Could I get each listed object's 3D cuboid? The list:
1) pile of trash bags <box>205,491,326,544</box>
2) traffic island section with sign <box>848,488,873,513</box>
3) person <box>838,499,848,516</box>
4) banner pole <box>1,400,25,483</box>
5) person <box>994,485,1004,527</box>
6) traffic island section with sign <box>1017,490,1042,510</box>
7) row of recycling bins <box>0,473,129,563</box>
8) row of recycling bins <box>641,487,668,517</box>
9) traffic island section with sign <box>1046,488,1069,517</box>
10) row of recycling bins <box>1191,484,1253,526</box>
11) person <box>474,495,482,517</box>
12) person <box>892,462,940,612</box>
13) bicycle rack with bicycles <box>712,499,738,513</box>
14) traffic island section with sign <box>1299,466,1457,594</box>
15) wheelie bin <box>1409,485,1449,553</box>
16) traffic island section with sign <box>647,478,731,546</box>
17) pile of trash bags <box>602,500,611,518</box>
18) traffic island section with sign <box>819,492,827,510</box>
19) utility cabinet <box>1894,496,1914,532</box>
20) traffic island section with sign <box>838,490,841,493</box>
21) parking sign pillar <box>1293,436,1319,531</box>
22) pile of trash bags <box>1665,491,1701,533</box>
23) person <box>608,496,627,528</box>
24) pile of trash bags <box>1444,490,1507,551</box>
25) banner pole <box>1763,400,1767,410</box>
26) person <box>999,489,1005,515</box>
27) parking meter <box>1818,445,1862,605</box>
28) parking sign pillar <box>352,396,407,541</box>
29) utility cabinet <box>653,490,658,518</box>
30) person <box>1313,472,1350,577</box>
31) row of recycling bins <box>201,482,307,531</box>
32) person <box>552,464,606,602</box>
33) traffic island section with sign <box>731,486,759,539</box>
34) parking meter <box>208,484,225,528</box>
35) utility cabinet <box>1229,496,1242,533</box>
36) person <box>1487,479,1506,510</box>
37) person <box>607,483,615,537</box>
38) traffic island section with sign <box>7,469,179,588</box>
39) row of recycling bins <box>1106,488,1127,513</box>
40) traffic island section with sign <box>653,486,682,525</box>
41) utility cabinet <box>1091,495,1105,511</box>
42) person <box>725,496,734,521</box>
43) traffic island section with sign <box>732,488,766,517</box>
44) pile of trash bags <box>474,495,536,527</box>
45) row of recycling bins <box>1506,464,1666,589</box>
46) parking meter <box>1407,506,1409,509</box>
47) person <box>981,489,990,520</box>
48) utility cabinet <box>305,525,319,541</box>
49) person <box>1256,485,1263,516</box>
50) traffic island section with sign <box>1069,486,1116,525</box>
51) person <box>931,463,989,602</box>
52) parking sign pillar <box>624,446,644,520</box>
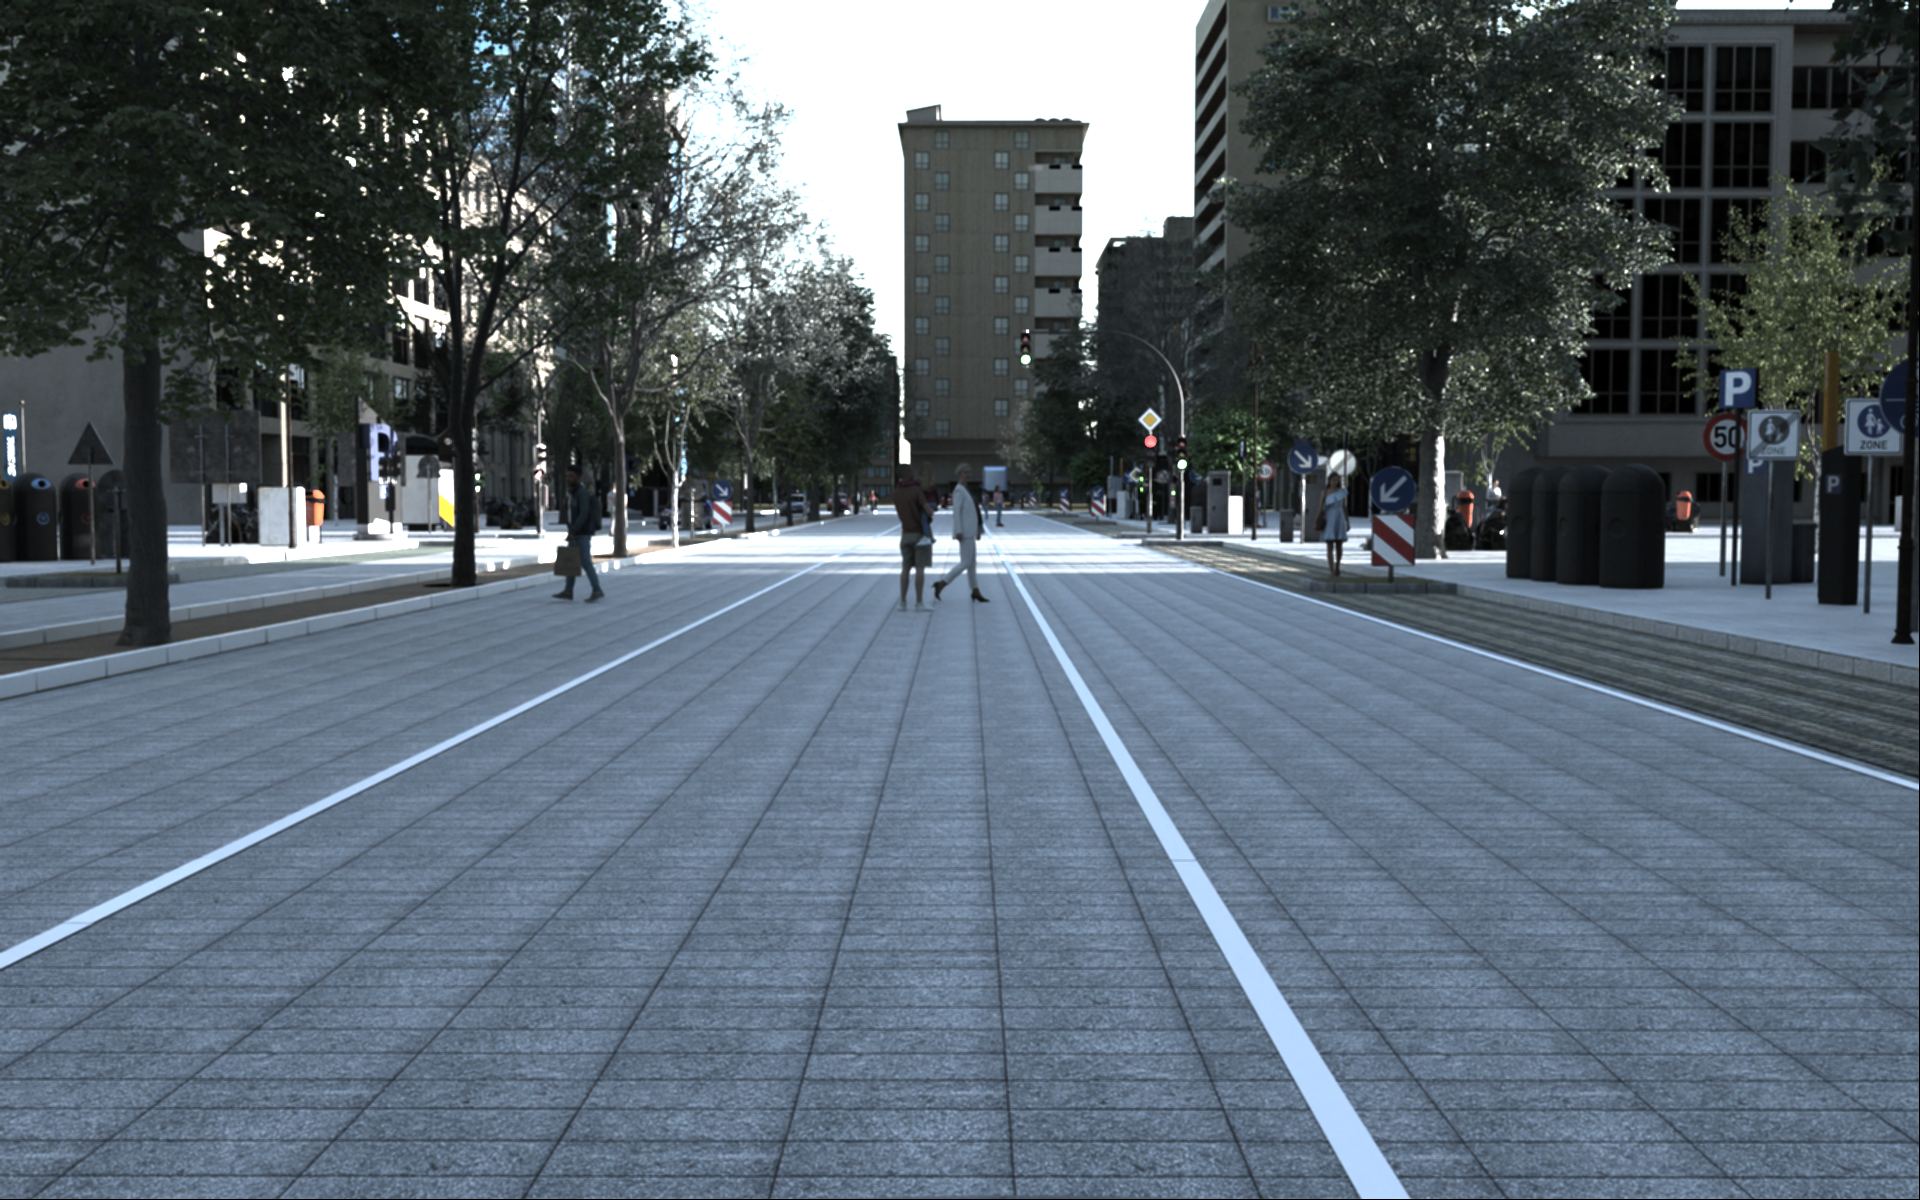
[{"bbox_3d":[-17.985,-2.165,45.145,3.447,1.369,1.912,1,4,20],"label":"pile of trash bags"},{"bbox_3d":[-7.410,-7.536,131.350,2.006,1.907,1.989,0,4,0],"label":"traffic island section with sign"},{"bbox_3d":[-7.711,-6.038,112.720,1.012,1.151,0.738,-2,4,-29],"label":"person"},{"bbox_3d":[-25.068,-3.425,46.020,0.401,3.779,0.863,1,4,17],"label":"banner pole"},{"bbox_3d":[1.684,-4.152,76.389,0.388,1.821,0.555,2,4,35],"label":"person"},{"bbox_3d":[6.502,-9.152,158.264,1.989,1.847,2.006,0,4,0],"label":"traffic island section with sign"},{"bbox_3d":[-17.496,-1.616,33.537,1.069,1.692,3.534,3,4,37],"label":"row of recycling bins"},{"bbox_3d":[-17.419,-5.592,98.540,1.069,1.692,3.534,1,4,10],"label":"row of recycling bins"},{"bbox_3d":[6.352,-6.082,108.063,1.989,1.847,2.006,0,4,0],"label":"traffic island section with sign"},{"bbox_3d":[10.674,-3.837,69.853,3.534,1.692,1.069,-3,5,-43],"label":"row of recycling bins"},{"bbox_3d":[-26.507,-5.285,95.045,0.503,1.515,0.523,3,4,37],"label":"person"},{"bbox_3d":[-0.524,-0.779,21.215,0.580,1.828,0.573,-1,4,-11],"label":"person"},{"bbox_3d":[-17.058,-6.533,120.190,2.852,0.926,2.925,-2,4,-32],"label":"bicycle rack with bicycles"},{"bbox_3d":[6.104,-1.039,25.613,1.989,1.847,2.006,0,4,0],"label":"traffic island section with sign"},{"bbox_3d":[9.839,-1.752,36.546,0.980,1.594,0.693,-3,5,-44],"label":"wheelie bin"},{"bbox_3d":[-7.657,-2.487,48.804,2.006,1.907,1.989,0,4,0],"label":"traffic island section with sign"},{"bbox_3d":[-19.400,-5.129,93.605,1.912,1.369,3.447,3,4,36],"label":"pile of trash bags"},{"bbox_3d":[-13.112,-9.173,158.612,1.989,1.847,2.006,0,4,0],"label":"traffic island section with sign"},{"bbox_3d":[32.340,-2.921,58.920,0.306,1.237,1.020,-2,4,-24],"label":"utility cabinet"},{"bbox_3d":[-13.035,-10.822,185.567,1.989,1.847,2.006,0,4,0],"label":"traffic island section with sign"},{"bbox_3d":[12.225,-4.446,61.158,1.447,3.967,1.447,-1,4,-11],"label":"parking sign pillar"},{"bbox_3d":[23.831,-2.951,58.008,1.912,1.369,3.447,0,4,7],"label":"pile of trash bags"},{"bbox_3d":[-10.659,-2.752,54.069,0.480,1.755,0.524,3,5,41],"label":"person"},{"bbox_3d":[11.904,-1.888,40.622,1.912,1.369,3.447,1,4,12],"label":"pile of trash bags"},{"bbox_3d":[21.358,-3.430,46.095,0.401,3.779,0.863,2,4,30],"label":"banner pole"},{"bbox_3d":[2.686,-6.579,116.418,0.694,1.780,0.624,0,4,5],"label":"person"},{"bbox_3d":[10.212,-0.881,20.121,0.255,1.863,0.399,-1,4,-22],"label":"parking meter"},{"bbox_3d":[-16.148,-3.647,48.093,1.447,3.967,1.447,2,4,24],"label":"parking sign pillar"},{"bbox_3d":[-16.158,-5.104,92.127,0.318,1.500,1.173,-1,4,-11],"label":"utility cabinet"},{"bbox_3d":[6.365,-1.287,29.643,0.616,1.811,0.778,1,4,14],"label":"person"},{"bbox_3d":[-24.494,-3.245,60.162,3.534,1.692,1.069,-1,4,-9],"label":"row of recycling bins"},{"bbox_3d":[-5.036,-0.875,22.790,0.713,1.824,0.794,0,4,-8],"label":"person"},{"bbox_3d":[-7.625,-2.940,56.211,2.006,1.907,1.989,0,4,0],"label":"traffic island section with sign"},{"bbox_3d":[-20.781,-2.614,48.450,0.255,1.863,0.399,2,4,23],"label":"parking meter"},{"bbox_3d":[8.929,-2.825,57.358,1.020,1.237,0.306,-3,4,-36],"label":"utility cabinet"},{"bbox_3d":[18.387,-3.247,59.333,0.606,1.804,0.583,-2,4,-31],"label":"person"},{"bbox_3d":[-11.614,-3.042,58.441,0.583,1.804,0.606,-3,5,-42],"label":"person"},{"bbox_3d":[-13.505,-1.139,27.258,1.989,1.847,2.006,0,4,0],"label":"traffic island section with sign"},{"bbox_3d":[11.691,-6.804,118.362,3.534,1.692,1.069,-1,4,-10],"label":"row of recycling bins"},{"bbox_3d":[-13.349,-4.474,81.784,1.989,1.847,2.006,0,4,0],"label":"traffic island section with sign"},{"bbox_3d":[10.482,-7.341,131.180,1.020,1.237,0.306,1,4,14],"label":"utility cabinet"},{"bbox_3d":[-12.463,-5.179,93.366,0.526,1.800,0.537,-1,4,-17],"label":"person"},{"bbox_3d":[-13.269,-6.134,108.912,1.989,1.847,2.006,0,4,0],"label":"traffic island section with sign"},{"bbox_3d":[-18.526,-3.644,69.337,3.447,1.369,1.912,1,4,19],"label":"pile of trash bags"},{"bbox_3d":[8.969,-1.097,25.045,1.069,1.692,3.534,-1,4,-9],"label":"row of recycling bins"},{"bbox_3d":[15.385,-3.111,59.279,0.372,1.533,0.369,0,3,0],"label":"parking meter"},{"bbox_3d":[1.442,-5.315,96.234,0.643,1.720,0.563,-3,4,-38],"label":"person"},{"bbox_3d":[-17.885,-2.213,47.346,0.306,1.237,1.020,-3,5,-44],"label":"utility cabinet"},{"bbox_3d":[17.335,-5.761,100.593,0.624,1.780,0.694,0,4,7],"label":"person"},{"bbox_3d":[6.279,-4.433,81.108,1.989,1.847,2.006,0,4,0],"label":"traffic island section with sign"},{"bbox_3d":[0.004,-0.888,22.904,0.818,1.842,0.514,-1,4,-11],"label":"person"},{"bbox_3d":[-16.500,-5.988,86.368,1.447,3.967,1.447,2,4,35],"label":"parking sign pillar"}]
